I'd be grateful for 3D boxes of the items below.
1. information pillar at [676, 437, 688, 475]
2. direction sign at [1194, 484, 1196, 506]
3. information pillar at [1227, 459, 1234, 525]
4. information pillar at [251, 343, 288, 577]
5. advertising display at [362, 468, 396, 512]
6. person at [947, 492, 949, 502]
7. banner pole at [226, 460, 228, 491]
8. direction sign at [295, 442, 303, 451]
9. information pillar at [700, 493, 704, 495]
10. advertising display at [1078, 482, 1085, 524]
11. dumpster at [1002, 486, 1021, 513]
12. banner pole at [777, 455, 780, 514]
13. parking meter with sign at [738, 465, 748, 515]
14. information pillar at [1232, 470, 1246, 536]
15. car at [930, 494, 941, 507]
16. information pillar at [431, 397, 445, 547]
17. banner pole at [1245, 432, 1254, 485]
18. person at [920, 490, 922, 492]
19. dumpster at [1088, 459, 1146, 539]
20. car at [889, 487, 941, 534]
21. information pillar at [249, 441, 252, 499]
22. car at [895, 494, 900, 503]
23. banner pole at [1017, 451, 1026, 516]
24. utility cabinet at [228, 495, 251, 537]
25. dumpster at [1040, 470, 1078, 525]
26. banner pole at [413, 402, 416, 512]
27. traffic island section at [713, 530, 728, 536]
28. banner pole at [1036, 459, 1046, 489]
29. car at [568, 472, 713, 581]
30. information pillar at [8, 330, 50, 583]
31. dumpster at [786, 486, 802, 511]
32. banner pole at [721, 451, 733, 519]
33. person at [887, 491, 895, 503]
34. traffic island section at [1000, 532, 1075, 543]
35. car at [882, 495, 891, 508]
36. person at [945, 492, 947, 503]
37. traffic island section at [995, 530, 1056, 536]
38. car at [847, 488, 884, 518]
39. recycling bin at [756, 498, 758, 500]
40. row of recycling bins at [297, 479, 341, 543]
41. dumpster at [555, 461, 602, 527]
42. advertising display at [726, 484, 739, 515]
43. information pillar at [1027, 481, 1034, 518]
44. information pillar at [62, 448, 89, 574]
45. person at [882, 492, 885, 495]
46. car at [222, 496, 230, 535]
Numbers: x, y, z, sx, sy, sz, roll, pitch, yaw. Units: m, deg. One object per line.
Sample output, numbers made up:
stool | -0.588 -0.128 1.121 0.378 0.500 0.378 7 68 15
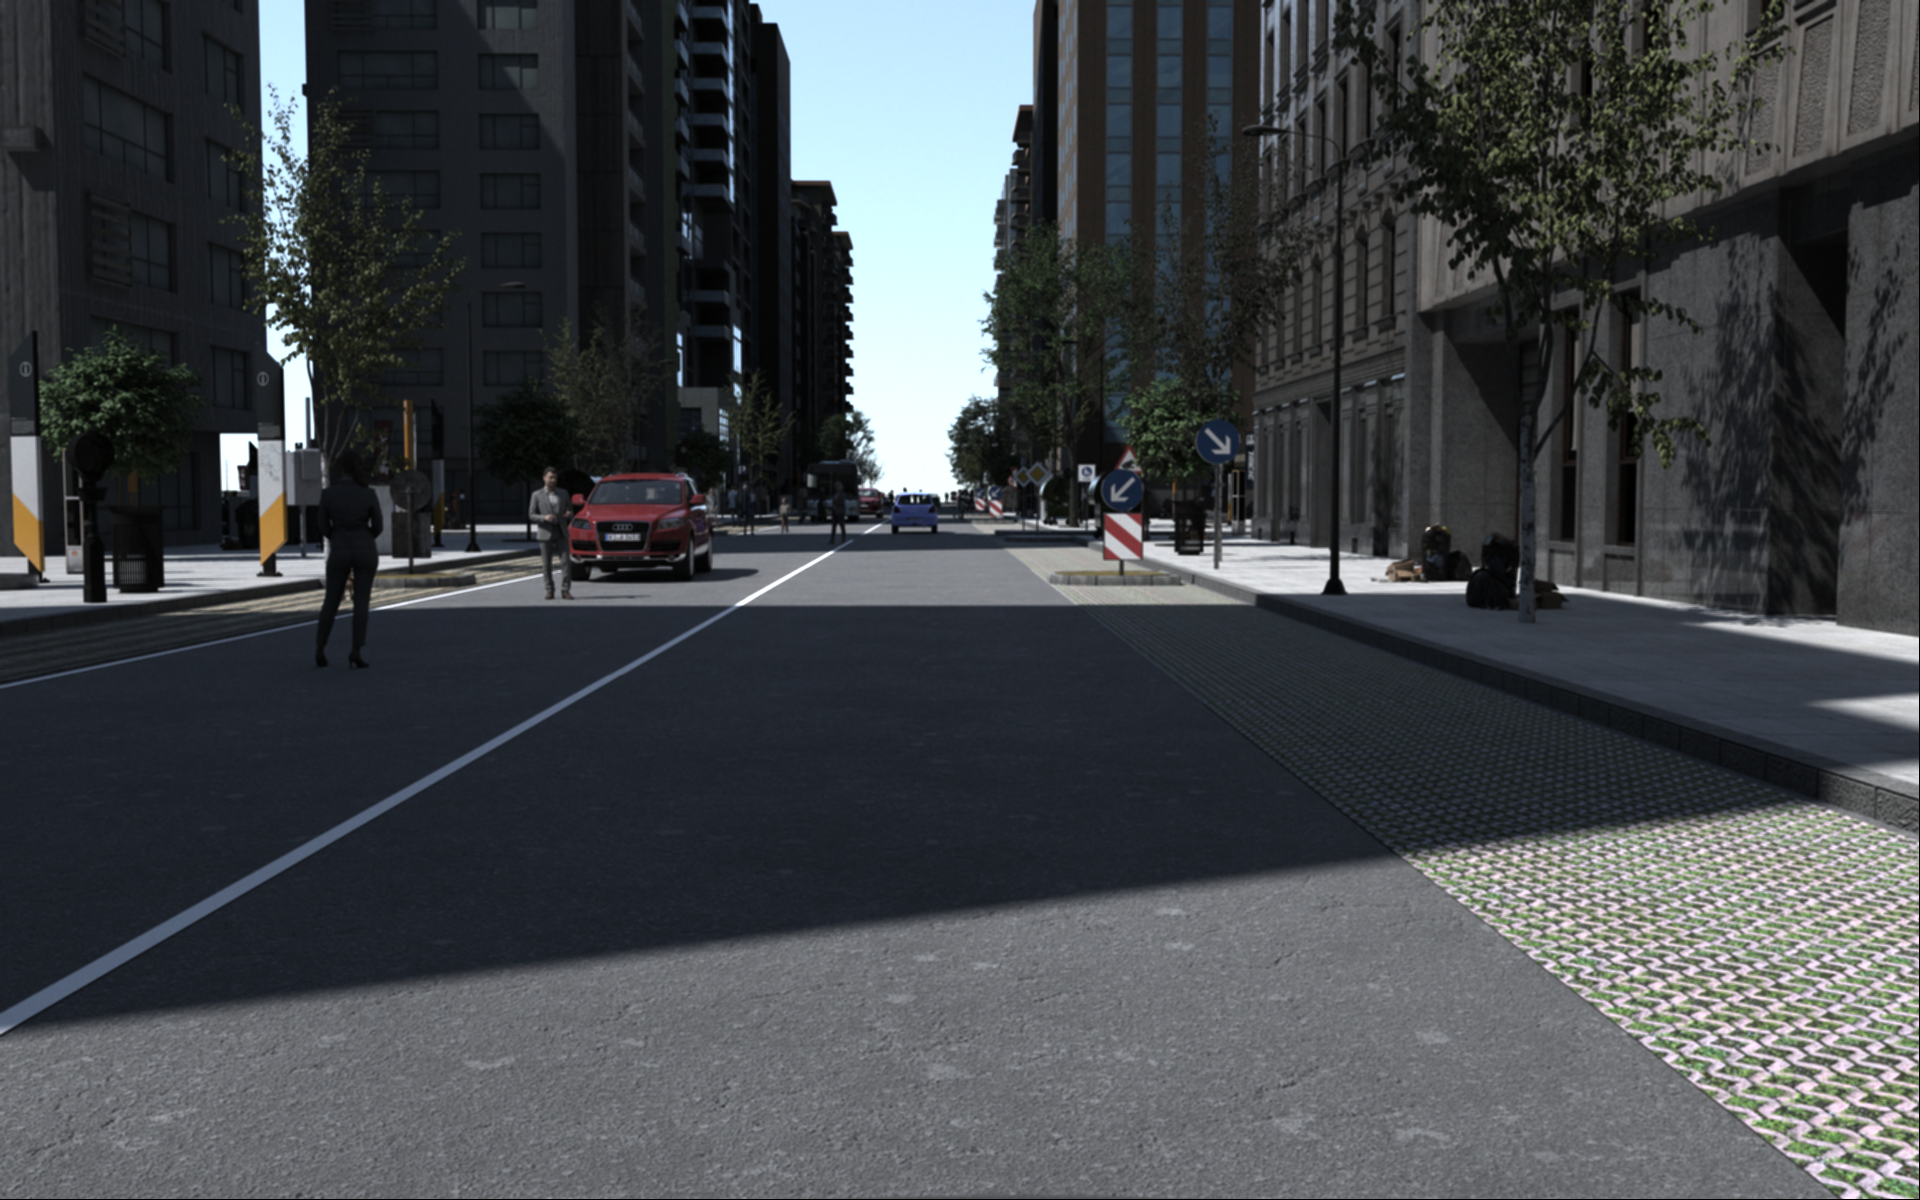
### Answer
information pillar | -11.249 -4.819 70.140 0.504 3.616 0.183 0 4 -8
direction sign | 8.500 -4.317 62.586 0.379 3.537 0.876 -1 4 -13
information pillar | 11.088 -4.861 70.832 0.183 3.616 0.504 2 4 26
information pillar | -10.667 -2.169 26.820 0.504 3.616 0.183 1 4 20
advertising display | -14.410 -2.293 42.706 0.974 1.923 0.123 0 4 5
person | -2.140 -17.433 294.450 0.530 1.710 0.541 -2 4 -29
banner pole | -53.819 -8.389 127.177 0.401 3.779 0.863 -1 4 -23
direction sign | -28.998 -5.142 76.065 0.379 3.537 0.876 -3 5 -41
information pillar | -14.504 -6.429 96.476 0.504 3.616 0.183 -2 4 -31
advertising display | 5.286 -4.286 75.283 0.123 1.923 0.974 1 4 13
dumpster | 3.473 -6.813 117.158 1.264 1.857 1.865 0 4 -1
banner pole | -11.518 -7.330 109.860 0.401 3.779 0.863 0 4 2
parking meter with sign | -12.999 -6.597 104.127 0.543 3.016 1.738 -1 4 -13
information pillar | 8.608 -2.995 53.458 0.304 2.012 0.304 -2 4 -28
car | -3.038 -10.877 186.632 1.959 1.807 4.718 0 4 -1
information pillar | -12.609 -3.087 41.835 0.183 3.616 0.504 -3 5 -40
banner pole | 10.358 -4.334 60.877 0.863 3.779 0.401 3 5 43
person | -3.472 -9.056 156.437 0.599 1.838 0.709 0 4 1
dumpster | 4.453 -2.847 49.043 1.502 2.255 1.985 0 4 -1
car | -1.678 -3.339 64.184 1.945 1.707 3.694 0 4 -1
information pillar | -31.109 -5.198 76.347 0.183 3.616 0.504 2 4 25
car | -9.296 -15.915 272.205 2.014 1.417 4.499 0 4 0
banner pole | 3.526 -6.715 99.799 0.863 3.779 0.401 3 5 43
utility cabinet | -21.420 -2.470 51.540 0.306 1.237 1.020 -3 5 -42
dumpster | 4.106 -4.234 71.715 1.502 2.255 1.985 0 4 -1
banner pole | -14.827 -3.491 47.095 0.401 3.779 0.863 -1 4 -22
traffic island section | -9.198 -2.326 60.317 2.009 0.180 2.903 0 4 -1
banner pole | 5.375 -7.581 113.966 0.863 3.779 0.401 0 4 3
car | -5.517 -1.322 30.292 2.281 1.827 5.304 0 4 -3
information pillar | -13.416 -2.052 24.905 0.504 3.616 0.183 1 4 19
dumpster | -12.344 -7.533 128.914 1.264 1.857 1.865 0 4 -1
banner pole | -11.902 -6.007 88.235 0.863 3.779 0.401 1 4 18
person | -9.877 -14.387 243.804 1.350 1.814 0.705 0 4 -6
traffic island section | 2.364 -1.848 52.501 2.009 0.180 2.903 0 4 -1
car | -8.220 -10.401 182.643 1.945 1.354 3.894 0 4 -3
person | -2.187 -16.695 282.288 0.721 1.723 1.217 2 4 25
traffic island section | 2.242 -2.337 60.486 2.009 0.180 2.903 0 4 -1
car | -5.676 -5.826 103.932 2.281 1.827 5.304 0 4 0
recycling bin | -13.489 -6.063 111.678 0.722 1.027 0.722 -2 4 -28
row of recycling bins | -16.936 -2.423 46.727 1.069 1.692 3.534 1 4 13
dumpster | -11.141 -2.937 50.509 1.502 2.255 1.985 0 4 -1
advertising display | -13.906 -6.155 105.847 0.123 1.923 0.974 3 5 39
information pillar | 3.747 -5.365 92.205 0.304 2.012 0.304 3 4 38
information pillar | -14.129 -1.423 27.762 0.304 2.012 0.304 0 4 4
person | -11.814 -15.791 266.819 1.348 1.807 0.705 0 4 3
car | -23.653 -2.756 54.848 4.222 1.686 2.009 0 4 -3
